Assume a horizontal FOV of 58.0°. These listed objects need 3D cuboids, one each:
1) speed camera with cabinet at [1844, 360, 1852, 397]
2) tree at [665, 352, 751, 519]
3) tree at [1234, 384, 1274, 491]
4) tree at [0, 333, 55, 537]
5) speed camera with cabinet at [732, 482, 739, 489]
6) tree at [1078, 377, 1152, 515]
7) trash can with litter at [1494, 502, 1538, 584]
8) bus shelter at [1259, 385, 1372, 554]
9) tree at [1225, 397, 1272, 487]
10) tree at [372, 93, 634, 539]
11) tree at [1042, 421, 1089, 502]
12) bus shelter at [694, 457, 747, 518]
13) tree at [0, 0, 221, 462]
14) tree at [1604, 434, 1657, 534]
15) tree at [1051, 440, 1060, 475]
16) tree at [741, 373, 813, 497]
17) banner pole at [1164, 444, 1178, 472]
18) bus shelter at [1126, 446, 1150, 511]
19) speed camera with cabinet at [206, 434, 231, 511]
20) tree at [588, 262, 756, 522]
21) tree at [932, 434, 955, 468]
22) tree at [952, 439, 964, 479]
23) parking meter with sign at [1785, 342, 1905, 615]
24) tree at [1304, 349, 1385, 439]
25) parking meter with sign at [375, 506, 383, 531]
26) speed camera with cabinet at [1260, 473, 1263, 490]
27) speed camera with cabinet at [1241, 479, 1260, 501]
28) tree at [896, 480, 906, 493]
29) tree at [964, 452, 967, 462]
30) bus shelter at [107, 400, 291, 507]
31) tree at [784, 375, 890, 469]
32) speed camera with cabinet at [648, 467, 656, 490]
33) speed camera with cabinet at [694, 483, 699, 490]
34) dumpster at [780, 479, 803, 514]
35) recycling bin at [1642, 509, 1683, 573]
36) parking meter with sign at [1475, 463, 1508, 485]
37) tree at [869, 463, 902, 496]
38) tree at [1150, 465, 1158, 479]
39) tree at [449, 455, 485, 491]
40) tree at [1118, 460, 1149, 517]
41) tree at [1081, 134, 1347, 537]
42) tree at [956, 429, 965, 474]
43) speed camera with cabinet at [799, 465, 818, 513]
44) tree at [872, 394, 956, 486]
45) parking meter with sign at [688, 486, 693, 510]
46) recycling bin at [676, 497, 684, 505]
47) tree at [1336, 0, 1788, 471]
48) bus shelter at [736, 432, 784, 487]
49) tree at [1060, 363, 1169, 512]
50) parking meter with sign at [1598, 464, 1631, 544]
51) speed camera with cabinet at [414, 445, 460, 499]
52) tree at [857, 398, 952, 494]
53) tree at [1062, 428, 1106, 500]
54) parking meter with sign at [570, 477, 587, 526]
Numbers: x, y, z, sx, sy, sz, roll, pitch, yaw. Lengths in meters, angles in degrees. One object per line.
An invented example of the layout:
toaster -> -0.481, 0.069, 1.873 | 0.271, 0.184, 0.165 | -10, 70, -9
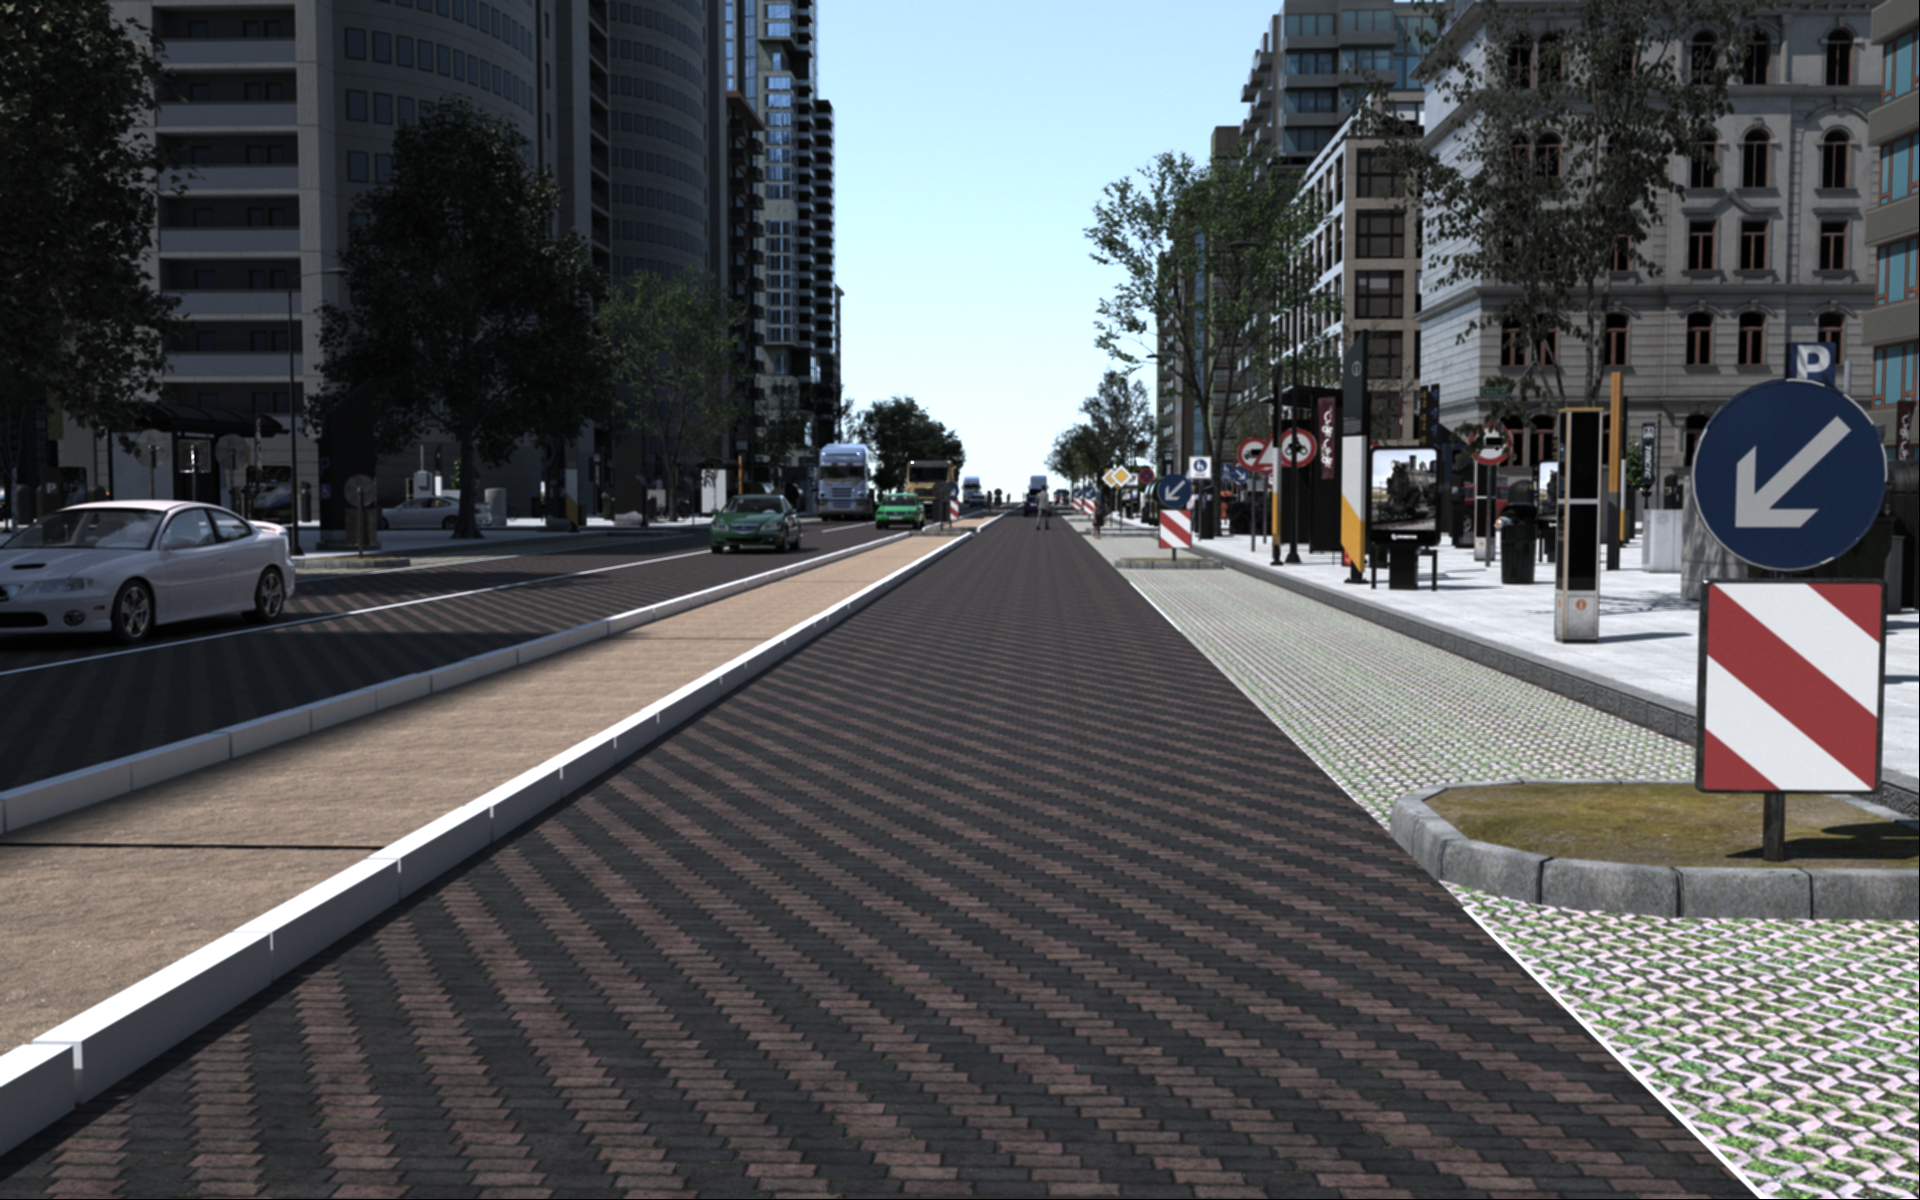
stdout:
speed camera with cabinet -> 12.650, -1.952, 26.253 | 0.660, 3.252, 2.038 | -2, 4, -30
tree -> -12.887, -8.481, 89.019 | 4.360, 8.622, 3.978 | 0, 3, 0
tree -> 19.804, -9.860, 111.577 | 4.360, 8.622, 3.978 | 0, 3, 0
tree -> -26.641, -5.991, 48.323 | 4.360, 8.622, 3.978 | 0, 3, 0
speed camera with cabinet -> -16.997, -8.312, 130.240 | 0.660, 3.252, 2.038 | 1, 4, 9
tree -> 9.940, -9.562, 106.694 | 4.360, 8.622, 3.978 | 0, 3, 0
trash can with litter -> 7.969, -0.829, 24.946 | 0.624, 1.170, 1.055 | 1, 4, 12
bus shelter -> 8.183, -2.994, 40.242 | 1.731, 3.624, 6.357 | 0, 4, 3
tree -> 21.887, -11.043, 130.919 | 4.737, 8.622, 4.395 | 0, 3, 0
tree -> -14.177, -8.128, 49.896 | 9.611, 12.733, 9.660 | 0, 3, 0
tree -> 18.854, -23.223, 290.072 | 12.009, 13.543, 11.850 | 0, 3, 0
bus shelter -> -13.307, -6.279, 96.592 | 2.014, 3.302, 5.546 | 0, 4, 3
tree -> -15.112, -6.559, 24.250 | 9.611, 12.733, 9.660 | 0, 3, 0
tree -> 21.742, -3.748, 55.887 | 1.663, 3.219, 1.824 | 0, 3, 0
tree -> 16.700, -18.108, 230.470 | 7.601, 10.594, 8.767 | 1, 4, 20
tree -> -10.909, -9.446, 104.798 | 4.737, 8.622, 4.395 | 0, 3, 0
banner pole -> 10.700, -5.964, 87.536 | 0.863, 3.779, 0.401 | 1, 4, 17
bus shelter -> 13.243, -9.475, 132.556 | 2.179, 5.291, 8.768 | 0, 4, 3
speed camera with cabinet -> -23.320, -3.681, 54.520 | 0.660, 3.252, 2.038 | -2, 4, -33
tree -> -13.125, -9.348, 78.596 | 9.928, 11.665, 9.643 | 0, 3, 0
tree -> -3.885, -20.485, 269.346 | 7.601, 10.594, 8.767 | -1, 4, -11
tree -> -5.678, -19.119, 238.352 | 9.928, 11.665, 9.643 | 0, 3, 0
parking meter with sign -> 9.810, -1.400, 19.148 | 0.543, 3.016, 1.738 | 0, 4, -3
tree -> 19.099, -8.365, 87.128 | 4.737, 8.622, 4.395 | 0, 3, 0
parking meter with sign -> -20.874, -3.892, 59.892 | 0.543, 3.016, 1.738 | 3, 5, 42
speed camera with cabinet -> 20.534, -7.732, 120.754 | 0.660, 3.252, 2.038 | -1, 4, -10
speed camera with cabinet -> 17.179, -6.720, 104.206 | 0.660, 3.252, 2.038 | -1, 4, -13
tree -> -6.881, -12.901, 205.530 | 1.663, 3.219, 1.824 | 0, 3, 0
tree -> -2.345, -23.036, 302.397 | 9.928, 11.665, 9.643 | 0, 3, 0
bus shelter -> -17.683, -2.829, 40.185 | 2.014, 3.302, 5.546 | 0, 4, 3
tree -> -9.616, -12.259, 134.852 | 8.767, 10.594, 7.601 | 0, 4, -6
speed camera with cabinet -> -23.096, -8.149, 127.574 | 0.660, 3.252, 2.038 | 3, 5, 44
speed camera with cabinet -> -20.505, -8.940, 140.500 | 2.038, 3.252, 0.660 | -2, 4, -27
dumpster -> -11.111, -6.748, 112.827 | 1.502, 2.255, 1.985 | 0, 4, 3
recycling bin -> 11.608, -0.966, 28.342 | 0.722, 1.027, 0.722 | 1, 4, 10
parking meter with sign -> 21.284, -4.419, 68.512 | 1.738, 3.016, 0.543 | 1, 4, 11
tree -> -7.765, -11.981, 179.606 | 4.285, 4.588, 4.351 | 0, 3, 0
tree -> 10.541, -6.414, 99.471 | 1.663, 3.219, 1.824 | 0, 3, 0
tree -> -22.606, -5.126, 78.416 | 1.663, 3.219, 1.824 | 0, 3, 0
tree -> 9.345, -6.165, 95.404 | 1.663, 3.219, 1.824 | 0, 3, 0
tree -> 7.577, -7.697, 51.598 | 9.928, 11.665, 9.643 | 0, 3, 0
tree -> -3.419, -23.467, 290.339 | 9.857, 13.997, 8.962 | 0, 3, 0
speed camera with cabinet -> -10.237, -7.499, 116.942 | 0.660, 3.252, 2.038 | 1, 4, 16
tree -> -6.412, -18.974, 216.872 | 9.857, 13.997, 8.962 | 0, 3, 0
parking meter with sign -> -21.892, -8.924, 142.169 | 0.543, 3.016, 1.738 | 0, 4, 7
recycling bin -> -21.265, -7.242, 130.964 | 0.722, 1.027, 0.722 | -3, 5, -42
tree -> 6.412, -4.149, 18.201 | 4.360, 8.622, 3.978 | 0, 3, 0
bus shelter -> -13.299, -8.393, 114.851 | 2.179, 5.291, 8.768 | 0, 4, 3
tree -> 11.397, -11.579, 123.733 | 7.601, 10.594, 8.767 | 0, 4, 7
parking meter with sign -> 16.277, -2.945, 44.404 | 1.738, 3.016, 0.543 | 0, 4, -4
speed camera with cabinet -> -21.005, -4.635, 70.123 | 2.038, 3.252, 0.660 | -1, 4, -10
tree -> -7.739, -16.031, 187.867 | 9.928, 11.665, 9.643 | 0, 3, 0
tree -> 13.799, -14.476, 187.037 | 4.737, 8.622, 4.395 | 0, 3, 0
parking meter with sign -> -15.611, -4.463, 69.223 | 0.543, 3.016, 1.738 | 2, 4, 24
